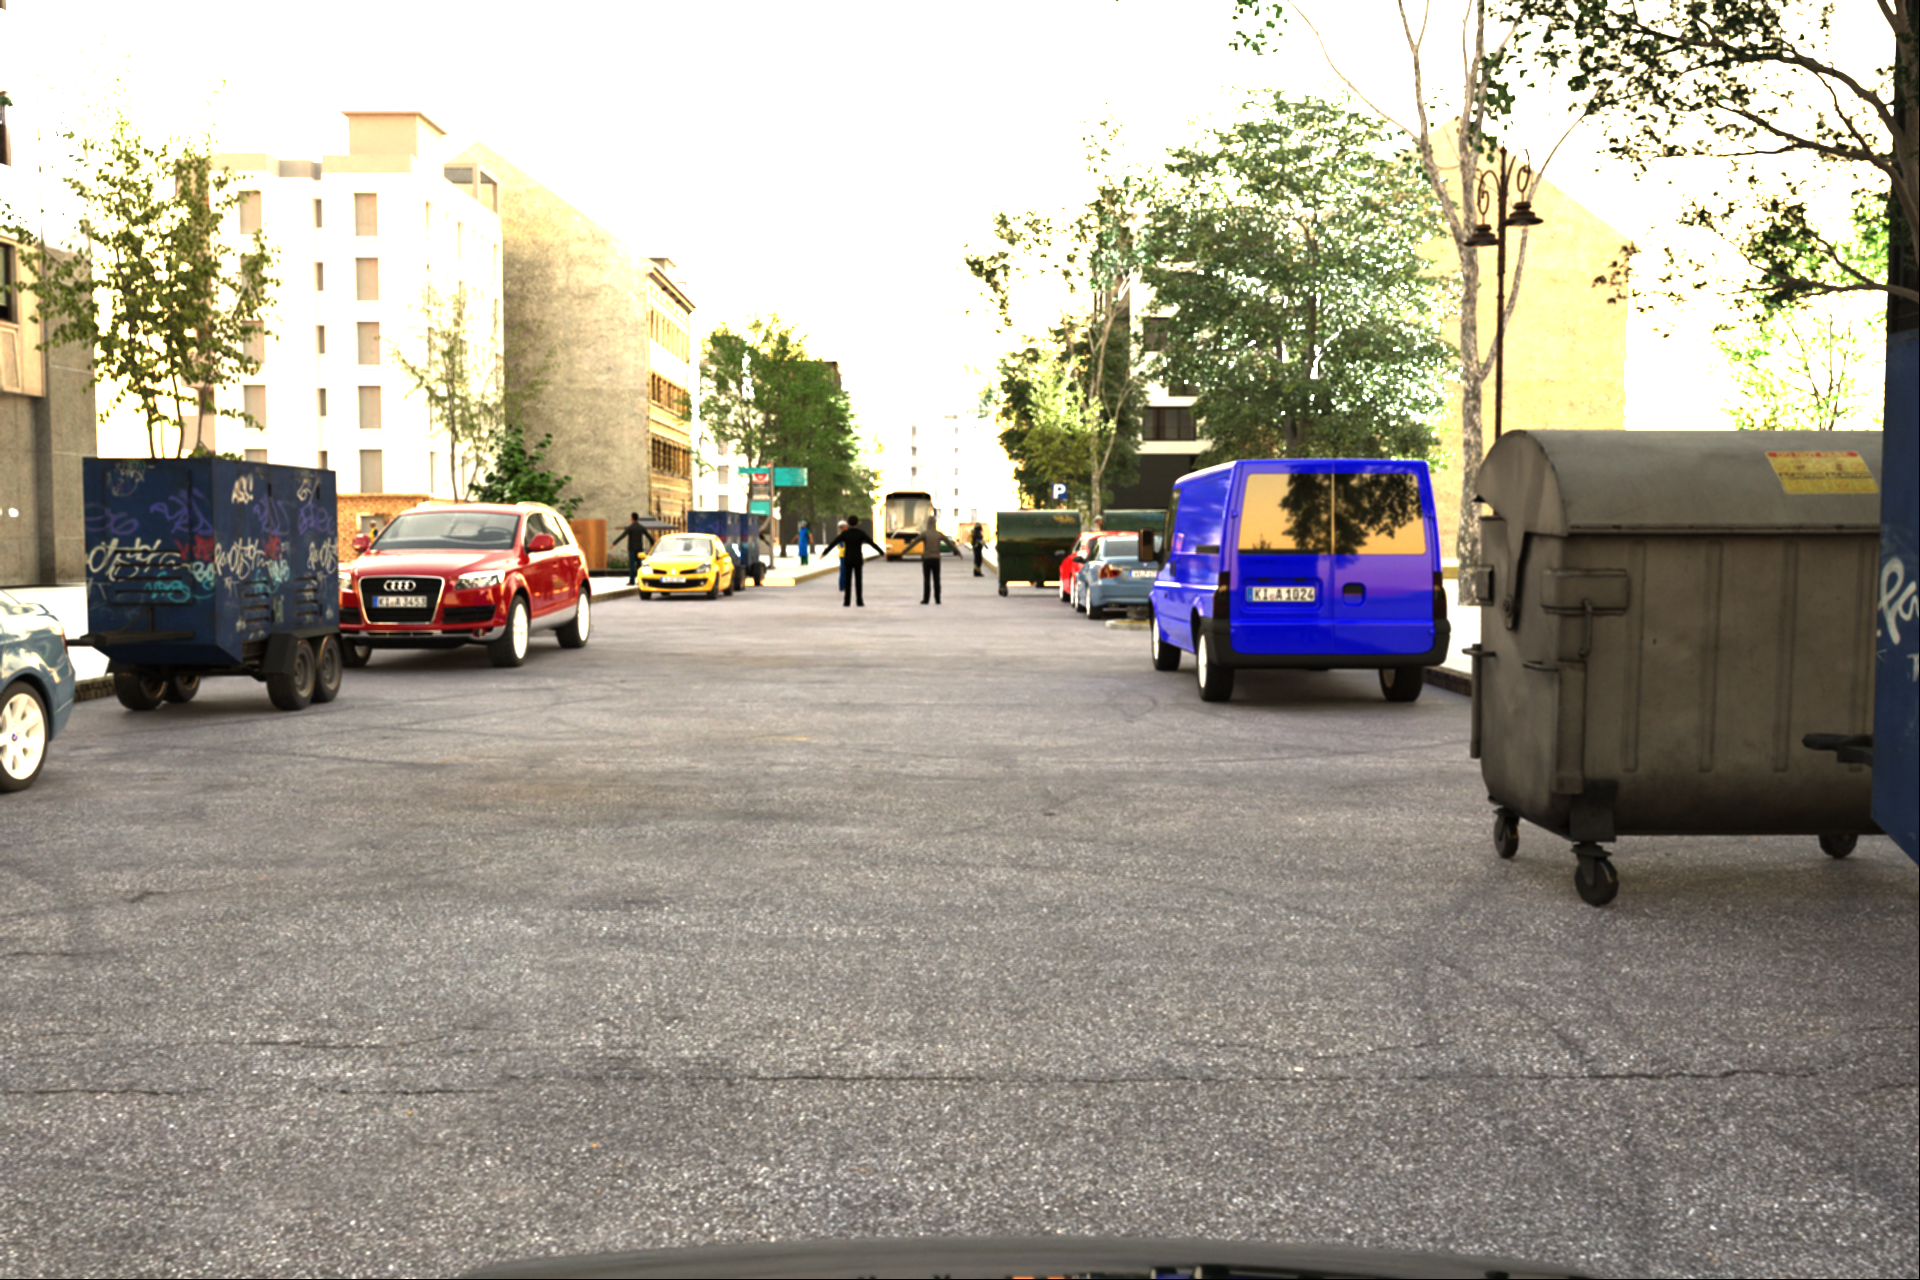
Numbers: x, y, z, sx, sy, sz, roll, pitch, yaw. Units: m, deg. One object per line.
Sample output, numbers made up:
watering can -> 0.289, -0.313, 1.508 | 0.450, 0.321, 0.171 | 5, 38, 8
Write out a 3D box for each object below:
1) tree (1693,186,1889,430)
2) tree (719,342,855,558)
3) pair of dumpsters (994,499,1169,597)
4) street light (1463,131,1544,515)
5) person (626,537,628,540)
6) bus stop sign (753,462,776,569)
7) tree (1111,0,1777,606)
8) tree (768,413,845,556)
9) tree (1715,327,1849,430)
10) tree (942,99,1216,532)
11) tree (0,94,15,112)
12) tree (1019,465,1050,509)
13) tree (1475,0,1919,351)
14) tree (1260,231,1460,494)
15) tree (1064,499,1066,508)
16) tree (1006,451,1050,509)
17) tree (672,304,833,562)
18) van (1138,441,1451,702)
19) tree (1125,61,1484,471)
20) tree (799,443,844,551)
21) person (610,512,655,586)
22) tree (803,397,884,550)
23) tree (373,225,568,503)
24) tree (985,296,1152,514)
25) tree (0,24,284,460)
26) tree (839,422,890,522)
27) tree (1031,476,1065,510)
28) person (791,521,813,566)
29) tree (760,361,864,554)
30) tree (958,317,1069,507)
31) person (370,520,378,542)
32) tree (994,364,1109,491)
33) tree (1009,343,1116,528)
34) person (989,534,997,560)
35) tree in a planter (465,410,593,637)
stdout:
tree -> 25.951, -7.728, 52.102 | 9.928, 11.665, 9.643 | 0, 3, 0
tree -> -9.558, -10.290, 94.001 | 9.928, 11.665, 9.643 | 0, 3, 0
pair of dumpsters -> 3.008, -2.147, 40.051 | 4.436, 2.255, 1.574 | 0, 4, -1
street light -> 6.364, -2.915, 20.452 | 0.468, 5.910, 1.993 | 0, 4, -1
person -> -16.643, -4.913, 87.130 | 0.721, 1.733, 1.217 | 0, 4, 0
bus stop sign -> -7.275, -4.636, 64.501 | 0.855, 3.939, 0.416 | 0, 4, 0
tree -> 7.918, -10.620, 29.532 | 12.611, 20.169, 13.585 | 0, 3, 0
tree -> -9.711, -9.305, 102.495 | 4.360, 8.622, 3.978 | 0, 3, 0
tree -> 28.412, -6.728, 60.370 | 4.737, 8.622, 4.395 | 0, 3, 0
tree -> 5.559, -13.611, 78.423 | 12.611, 20.169, 13.585 | 0, 3, 0
tree -> -12.012, -6.529, 13.410 | 9.857, 13.997, 8.962 | 0, 3, 0
tree -> 5.665, -10.561, 123.040 | 4.360, 8.622, 3.978 | 0, 3, 0
tree -> 9.141, -4.959, 15.494 | 8.767, 10.594, 7.601 | 1, 4, 9
tree -> 14.676, -9.001, 65.298 | 7.486, 12.596, 7.792 | 0, 3, 0
tree -> 15.226, -23.750, 244.206 | 12.611, 20.169, 13.585 | 0, 3, 0
tree -> 5.923, -11.643, 140.723 | 4.737, 8.622, 4.395 | 0, 3, 0
tree -> -9.456, -9.327, 78.259 | 9.928, 11.665, 9.643 | 0, 3, 0
van -> 2.985, -0.739, 16.462 | 2.240, 2.365, 5.245 | 0, 4, -1
tree -> 9.455, -8.617, 47.547 | 9.857, 13.997, 8.962 | 0, 3, 0
tree -> -9.513, -10.603, 123.715 | 4.360, 8.622, 3.978 | 0, 3, 0
person -> -8.126, -2.274, 43.244 | 0.705, 1.821, 1.348 | 3, 5, 44
tree -> -10.185, -13.604, 140.551 | 7.486, 12.596, 7.792 | 0, 3, 0
tree -> -12.492, -5.617, 42.201 | 4.360, 8.622, 3.978 | 0, 3, 0
tree -> 6.040, -11.488, 94.484 | 9.857, 13.997, 8.962 | 0, 3, 0
tree -> -11.826, -4.599, 25.563 | 4.737, 8.622, 4.395 | 0, 3, 0
tree -> -10.104, -13.902, 153.056 | 9.928, 11.665, 9.643 | 0, 3, 0
tree -> 5.234, -9.920, 112.561 | 4.360, 8.622, 3.978 | 0, 3, 0
person -> -6.302, -3.882, 69.595 | 0.704, 1.817, 1.347 | -3, 5, -42
tree -> -9.897, -11.927, 113.135 | 7.486, 12.596, 7.792 | 0, 3, 0
tree -> 5.800, -18.144, 152.548 | 12.611, 20.169, 13.585 | 0, 3, 0
person -> -23.731, -3.917, 70.004 | 0.705, 1.833, 1.349 | -2, 4, -31
tree -> 5.688, -10.961, 104.975 | 9.928, 11.665, 9.643 | 0, 3, 0
tree -> 3.794, -7.097, 66.400 | 4.737, 8.622, 4.395 | 0, 3, 0
person -> 2.009, -4.827, 85.110 | 1.347, 1.806, 0.705 | -2, 4, -35
tree in a planter -> -6.418, -1.700, 25.023 | 1.991, 3.239, 1.994 | 0, 4, 0
